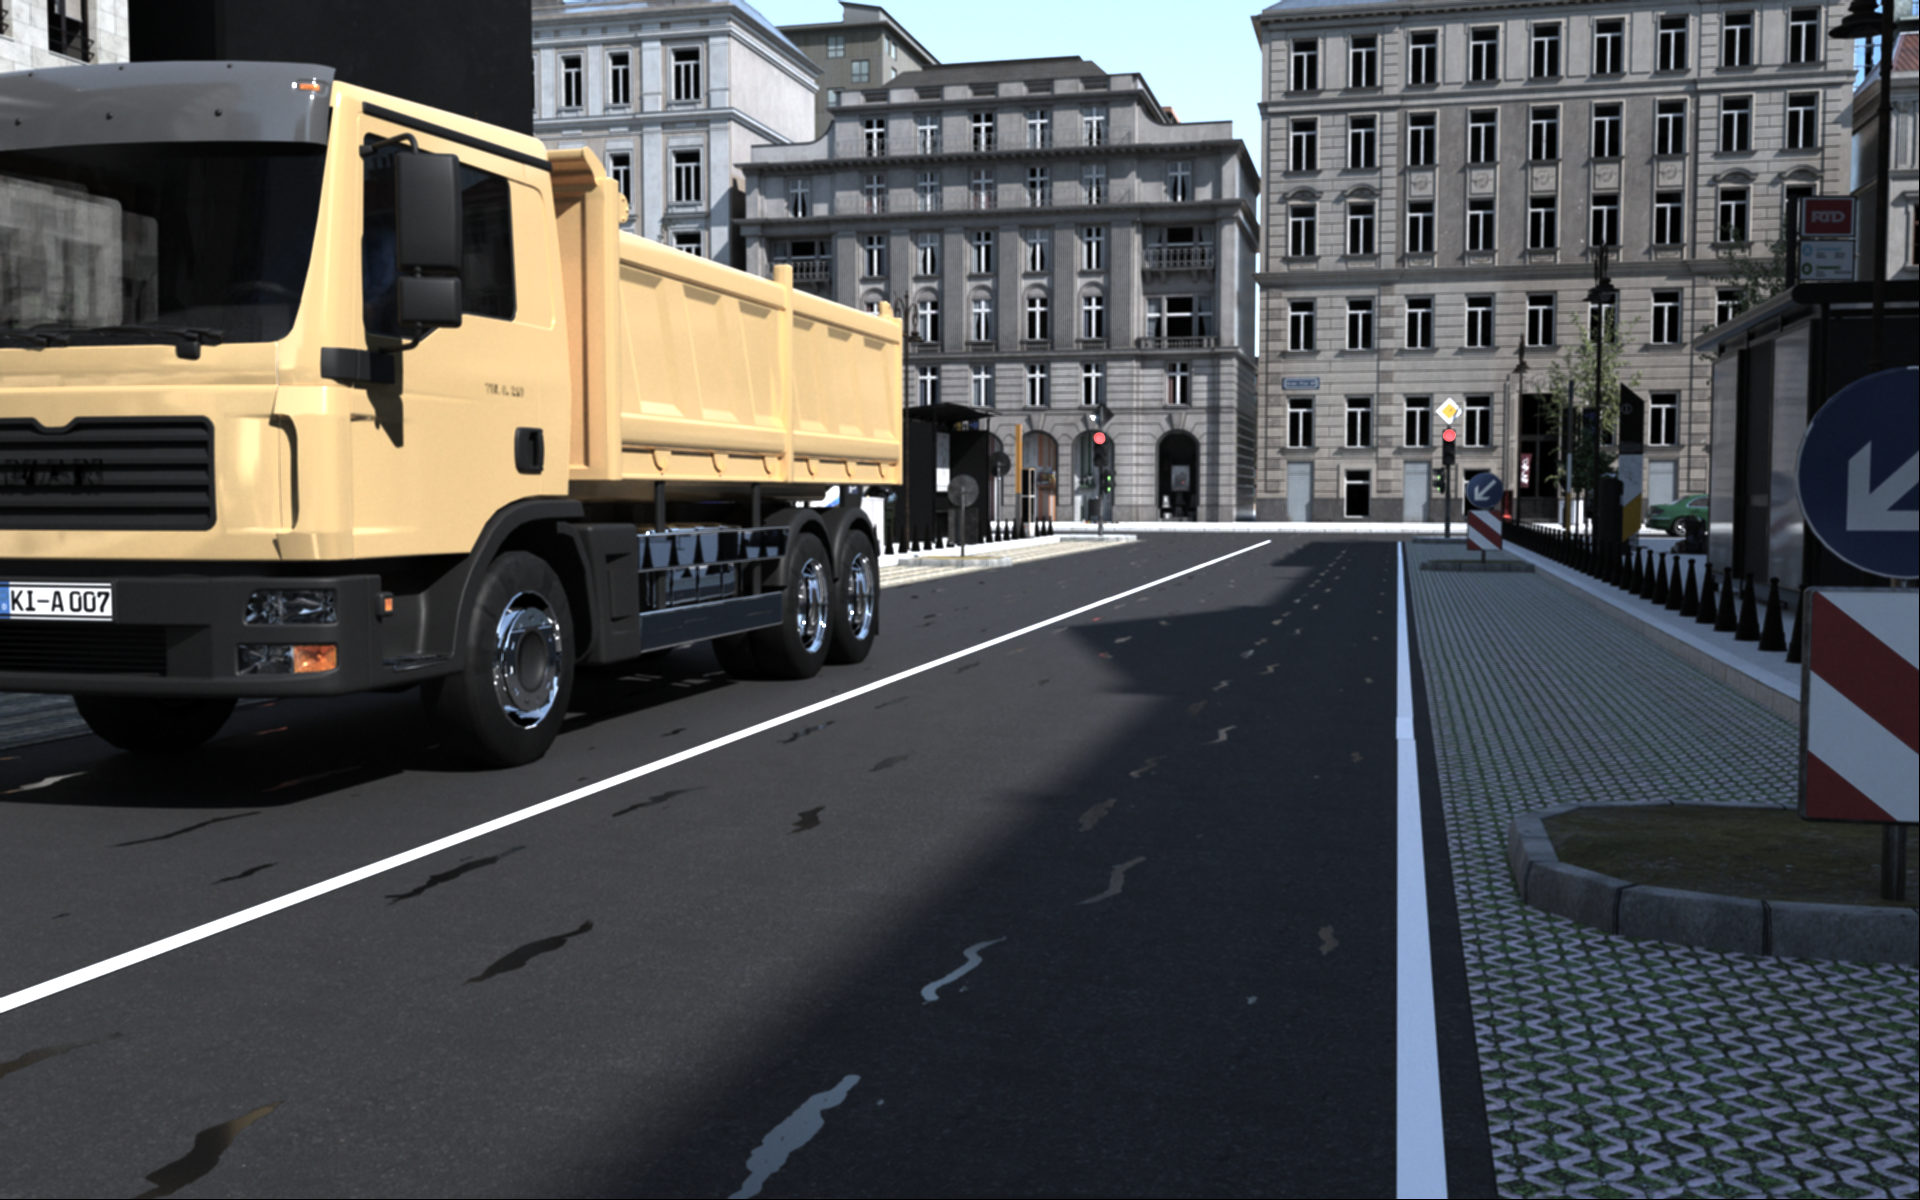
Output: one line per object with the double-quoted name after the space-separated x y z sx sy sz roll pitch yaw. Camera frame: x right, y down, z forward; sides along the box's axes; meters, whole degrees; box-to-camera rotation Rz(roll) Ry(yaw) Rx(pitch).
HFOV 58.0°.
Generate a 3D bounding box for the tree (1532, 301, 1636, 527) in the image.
24.370 -7.136 67.038 4.737 8.622 4.395 0 3 0 "tree"

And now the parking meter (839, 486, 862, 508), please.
-2.164 -1.743 34.202 0.399 1.863 0.255 -2 4 -31 "parking meter"

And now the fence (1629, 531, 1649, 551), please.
15.609 -1.771 40.166 0.480 1.192 2.264 2 4 28 "fence"

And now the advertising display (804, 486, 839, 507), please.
-2.769 -1.862 35.653 0.974 1.923 0.123 -3 4 -38 "advertising display"

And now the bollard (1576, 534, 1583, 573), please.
10.207 -0.743 28.187 0.229 0.601 0.229 0 3 0 "bollard"

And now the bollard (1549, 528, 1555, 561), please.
11.471 -1.048 33.178 0.229 0.601 0.229 0 3 0 "bollard"

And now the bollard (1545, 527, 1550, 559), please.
11.721 -1.109 34.174 0.229 0.601 0.229 0 3 0 "bollard"

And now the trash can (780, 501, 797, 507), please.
-4.394 -1.928 43.184 0.748 1.137 0.748 0 3 0 "trash can"

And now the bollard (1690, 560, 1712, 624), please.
7.431 -0.071 17.206 0.229 0.601 0.229 0 3 0 "bollard"

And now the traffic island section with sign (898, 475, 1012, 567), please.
-0.022 -1.595 34.706 1.989 1.847 2.006 1 4 14 "traffic island section with sign"

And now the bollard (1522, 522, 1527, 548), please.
13.240 -1.476 40.176 0.229 0.601 0.229 0 3 0 "bollard"

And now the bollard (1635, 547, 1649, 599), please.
8.443 -0.316 21.203 0.229 0.601 0.229 0 3 0 "bollard"

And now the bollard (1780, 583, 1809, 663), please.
6.419 0.174 13.189 0.229 0.601 0.229 0 3 0 "bollard"

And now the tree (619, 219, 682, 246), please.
-8.278 -5.690 43.401 4.360 8.622 3.978 0 3 0 "tree"

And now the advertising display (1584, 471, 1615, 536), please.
18.220 -2.689 49.176 0.974 1.923 0.123 0 4 -3 "advertising display"

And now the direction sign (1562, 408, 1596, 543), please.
16.305 -3.284 45.687 0.876 3.537 0.379 0 3 0 "direction sign"

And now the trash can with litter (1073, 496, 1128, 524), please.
6.100 -3.868 74.291 2.233 1.210 1.678 2 4 28 "trash can with litter"

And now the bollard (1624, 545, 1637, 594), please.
8.697 -0.377 22.212 0.229 0.601 0.229 0 3 0 "bollard"

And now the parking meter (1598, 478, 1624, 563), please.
10.615 -1.214 28.261 0.372 1.533 0.369 0 3 0 "parking meter"

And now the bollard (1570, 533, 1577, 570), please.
10.460 -0.804 29.182 0.229 0.601 0.229 0 3 0 "bollard"

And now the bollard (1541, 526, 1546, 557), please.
11.977 -1.170 35.176 0.229 0.601 0.229 0 3 0 "bollard"

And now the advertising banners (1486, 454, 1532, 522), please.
23.425 -4.774 74.237 2.074 3.025 0.090 1 4 12 "advertising banners"

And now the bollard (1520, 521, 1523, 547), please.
13.494 -1.537 41.171 0.229 0.601 0.229 0 3 0 "bollard"

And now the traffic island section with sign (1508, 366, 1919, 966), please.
3.033 0.151 6.163 1.989 1.847 2.006 1 4 14 "traffic island section with sign"

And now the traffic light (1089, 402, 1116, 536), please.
4.333 -3.921 53.034 0.839 4.253 0.868 1 4 14 "traffic light"

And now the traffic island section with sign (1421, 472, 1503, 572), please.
9.706 -1.463 32.541 1.989 1.847 2.006 1 4 14 "traffic island section with sign"

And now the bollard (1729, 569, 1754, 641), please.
6.921 0.052 15.195 0.229 0.601 0.229 0 3 0 "bollard"

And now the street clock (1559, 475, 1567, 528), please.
22.602 -3.673 64.623 0.471 2.002 0.358 2 4 29 "street clock"

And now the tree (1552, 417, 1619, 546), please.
15.699 -2.979 43.309 1.663 3.219 1.824 0 3 0 "tree"

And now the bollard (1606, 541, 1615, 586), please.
9.204 -0.499 24.202 0.229 0.601 0.229 0 3 0 "bollard"

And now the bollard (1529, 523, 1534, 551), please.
12.738 -1.354 38.179 0.229 0.601 0.229 0 3 0 "bollard"

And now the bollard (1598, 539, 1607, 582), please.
9.454 -0.560 25.198 0.229 0.601 0.229 0 3 0 "bollard"

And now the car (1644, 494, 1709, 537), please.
25.718 -2.851 58.417 4.920 1.459 2.131 1 4 13 "car"

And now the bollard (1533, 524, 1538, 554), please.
12.485 -1.293 37.183 0.229 0.601 0.229 0 3 0 "bollard"

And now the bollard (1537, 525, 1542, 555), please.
12.233 -1.232 36.178 0.229 0.601 0.229 0 3 0 "bollard"

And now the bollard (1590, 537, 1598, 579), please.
9.702 -0.621 26.194 0.229 0.601 0.229 0 3 0 "bollard"

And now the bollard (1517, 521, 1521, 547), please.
13.744 -1.598 42.167 0.229 0.601 0.229 0 3 0 "bollard"

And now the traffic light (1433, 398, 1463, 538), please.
14.238 -3.770 50.554 0.839 4.253 0.868 1 4 14 "traffic light"

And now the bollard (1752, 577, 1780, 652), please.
6.671 0.113 14.200 0.229 0.601 0.229 0 3 0 "bollard"

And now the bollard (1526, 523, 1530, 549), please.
12.989 -1.415 39.180 0.229 0.601 0.229 0 3 0 "bollard"

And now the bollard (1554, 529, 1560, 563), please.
11.221 -0.987 32.182 0.229 0.601 0.229 0 3 0 "bollard"

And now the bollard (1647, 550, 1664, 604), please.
8.190 -0.255 20.208 0.229 0.601 0.229 0 3 0 "bollard"

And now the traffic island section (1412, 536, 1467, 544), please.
14.274 -1.736 50.659 2.009 0.180 2.903 1 4 14 "traffic island section"

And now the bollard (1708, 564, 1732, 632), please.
7.178 -0.010 16.206 0.229 0.601 0.229 0 3 0 "bollard"

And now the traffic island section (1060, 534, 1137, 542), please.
4.297 -1.890 53.178 2.009 0.180 2.903 1 4 14 "traffic island section"

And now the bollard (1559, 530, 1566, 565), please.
10.966 -0.926 31.182 0.229 0.601 0.229 0 3 0 "bollard"

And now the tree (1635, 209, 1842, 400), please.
20.861 -5.762 44.573 4.737 8.622 4.395 0 3 0 "tree"

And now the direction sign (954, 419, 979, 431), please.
0.164 -3.673 52.047 0.876 3.537 0.379 2 4 25 "direction sign"

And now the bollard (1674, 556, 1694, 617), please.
7.683 -0.132 18.201 0.229 0.601 0.229 0 3 0 "bollard"

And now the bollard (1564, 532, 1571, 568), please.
10.715 -0.865 30.184 0.229 0.601 0.229 0 3 0 "bollard"

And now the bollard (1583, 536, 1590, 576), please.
9.957 -0.682 27.191 0.229 0.601 0.229 0 3 0 "bollard"

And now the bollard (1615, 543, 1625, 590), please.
8.952 -0.438 23.207 0.229 0.601 0.229 0 3 0 "bollard"

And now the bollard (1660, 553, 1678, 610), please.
7.942 -0.194 19.212 0.229 0.601 0.229 0 3 0 "bollard"

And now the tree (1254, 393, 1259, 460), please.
32.035 -16.028 172.432 12.009 13.543 11.850 0 3 0 "tree"

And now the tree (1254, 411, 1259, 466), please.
24.621 -12.051 147.403 4.360 8.622 3.978 0 3 0 "tree"
